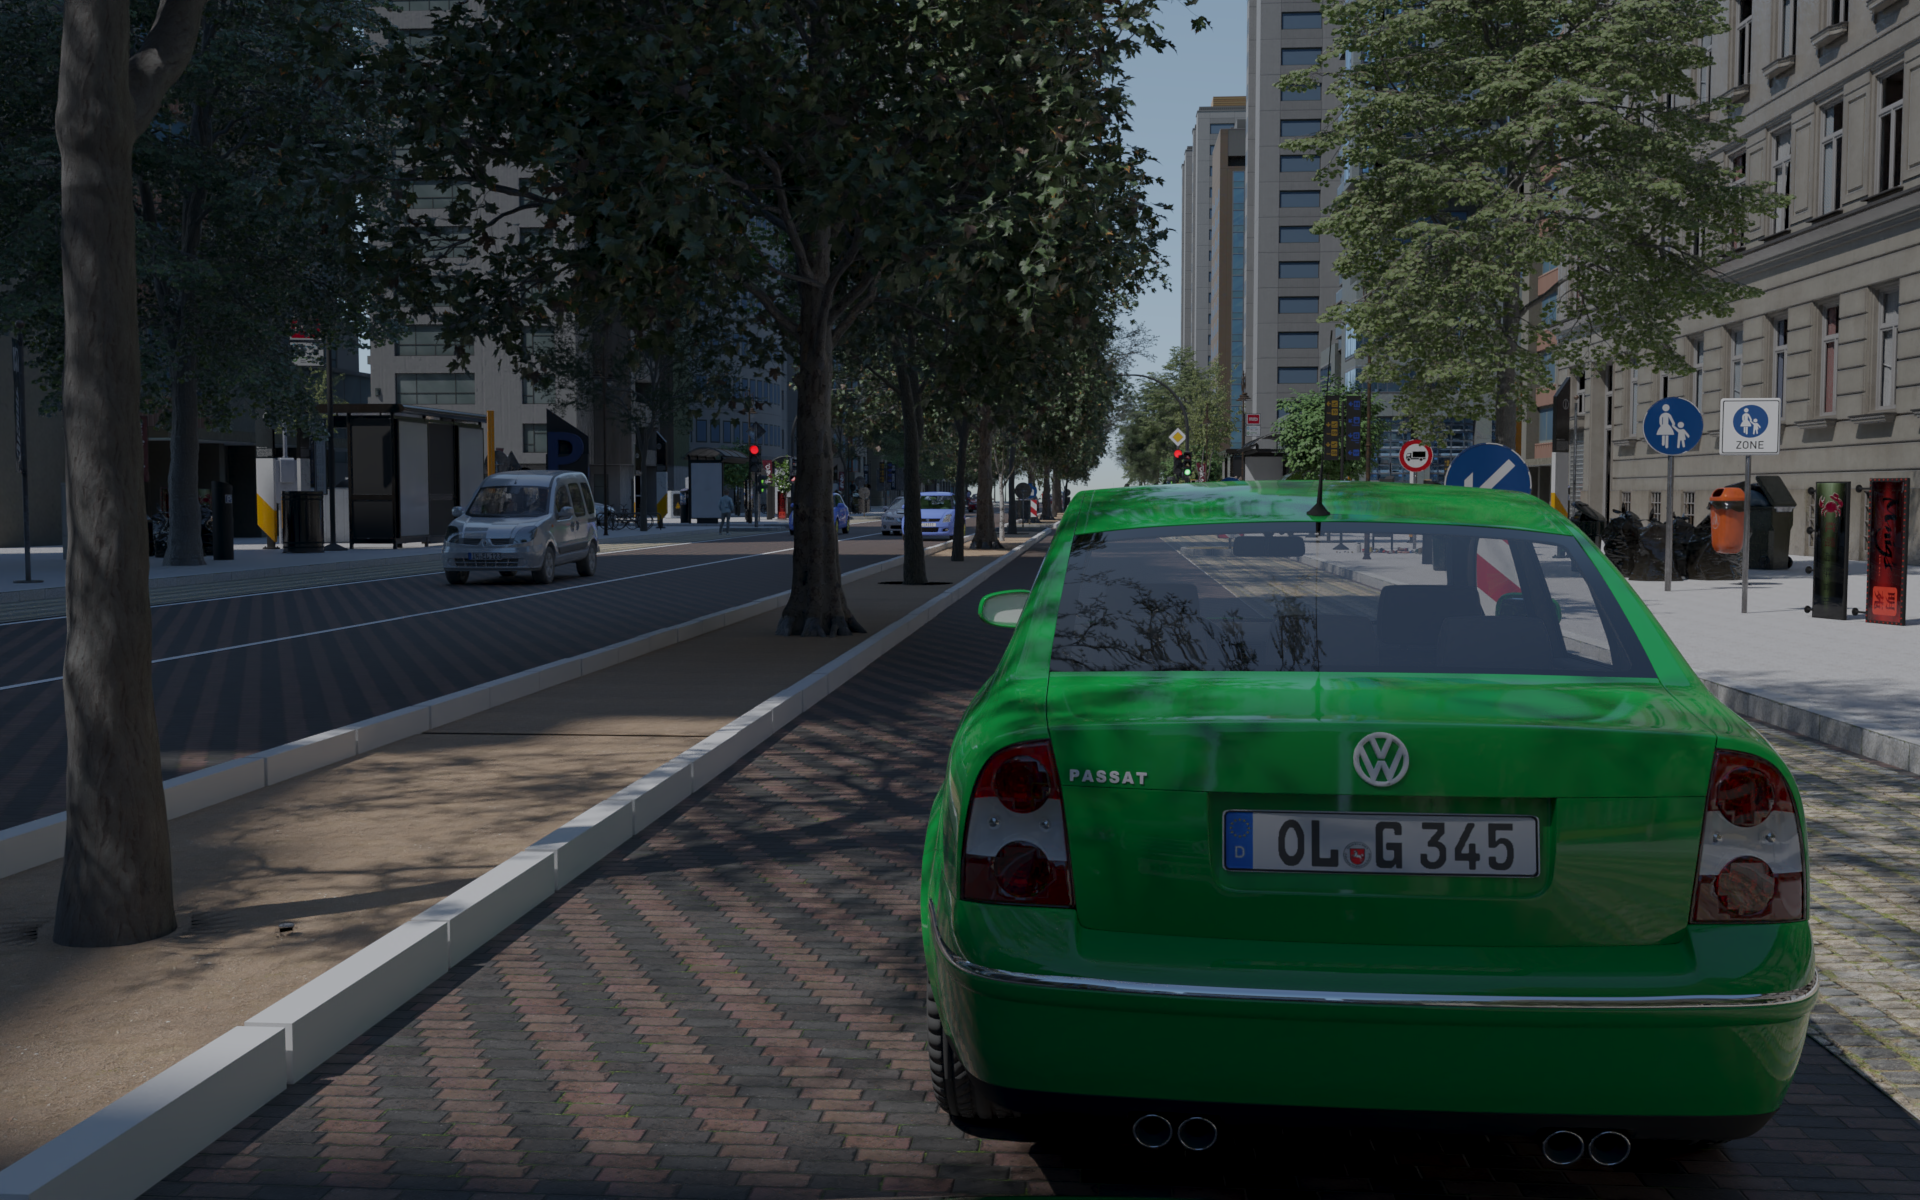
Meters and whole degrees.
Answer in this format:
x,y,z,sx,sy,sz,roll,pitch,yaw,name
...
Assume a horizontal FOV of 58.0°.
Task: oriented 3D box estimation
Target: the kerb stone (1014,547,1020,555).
x,y,z,sx,sy,sz,roll,pitch,yaw,name
1.223,-1.051,39.439,0.120,0.150,1.000,0,4,5,kerb stone

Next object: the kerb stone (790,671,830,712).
x,y,z,sx,sy,sz,roll,pitch,yaw,name
-1.046,0.634,11.872,0.120,0.150,1.000,0,4,5,kerb stone

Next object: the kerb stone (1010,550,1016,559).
x,y,z,sx,sy,sz,roll,pitch,yaw,name
1.061,-0.925,37.389,0.120,0.150,1.000,0,4,5,kerb stone

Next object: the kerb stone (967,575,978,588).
x,y,z,sx,sy,sz,roll,pitch,yaw,name
0.133,-0.242,26.148,0.120,0.150,1.000,0,4,5,kerb stone

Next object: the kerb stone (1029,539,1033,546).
x,y,z,sx,sy,sz,roll,pitch,yaw,name
1.811,-1.486,46.578,0.120,0.150,1.000,0,4,5,kerb stone

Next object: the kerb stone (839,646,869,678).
x,y,z,sx,sy,sz,roll,pitch,yaw,name
-0.875,0.507,13.909,0.120,0.150,1.000,0,4,5,kerb stone

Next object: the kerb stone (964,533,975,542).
x,y,z,sx,sy,sz,roll,pitch,yaw,name
0.303,-1.937,53.929,0.120,0.150,1.000,0,4,5,kerb stone

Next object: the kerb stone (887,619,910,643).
x,y,z,sx,sy,sz,roll,pitch,yaw,name
-0.626,0.320,16.969,0.120,0.150,1.000,0,4,5,kerb stone

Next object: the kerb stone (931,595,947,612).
x,y,z,sx,sy,sz,roll,pitch,yaw,name
-0.293,0.070,21.051,0.120,0.150,1.000,0,4,5,kerb stone

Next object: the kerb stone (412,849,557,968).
x,y,z,sx,sy,sz,roll,pitch,yaw,name
-1.558,1.010,5.730,0.120,0.150,1.000,0,4,5,kerb stone

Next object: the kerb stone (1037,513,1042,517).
x,y,z,sx,sy,sz,roll,pitch,yaw,name
5.406,-5.722,115.753,0.120,0.150,1.000,0,4,5,kerb stone

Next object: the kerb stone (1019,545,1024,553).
x,y,z,sx,sy,sz,roll,pitch,yaw,name
1.394,-1.178,41.483,0.120,0.150,1.000,0,4,5,kerb stone

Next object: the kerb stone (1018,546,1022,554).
x,y,z,sx,sy,sz,roll,pitch,yaw,name
1.303,-1.115,40.462,0.120,0.150,1.000,0,4,5,kerb stone

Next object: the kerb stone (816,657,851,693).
x,y,z,sx,sy,sz,roll,pitch,yaw,name
-0.960,0.569,12.890,0.120,0.150,1.000,0,4,5,kerb stone

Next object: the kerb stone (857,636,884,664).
x,y,z,sx,sy,sz,roll,pitch,yaw,name
-0.797,0.448,14.928,0.120,0.150,1.000,0,4,5,kerb stone

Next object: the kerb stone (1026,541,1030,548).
x,y,z,sx,sy,sz,roll,pitch,yaw,name
1.657,-1.367,44.539,0.120,0.150,1.000,0,4,5,kerb stone

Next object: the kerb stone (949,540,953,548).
x,y,z,sx,sy,sz,roll,pitch,yaw,name
-0.360,-1.441,45.757,0.120,0.150,1.000,0,4,5,kerb stone

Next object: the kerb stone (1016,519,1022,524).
x,y,z,sx,sy,sz,roll,pitch,yaw,name
3.043,-3.971,87.123,0.120,0.150,1.000,0,4,5,kerb stone

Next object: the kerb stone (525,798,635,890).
x,y,z,sx,sy,sz,roll,pitch,yaw,name
-1.472,0.944,6.757,0.120,0.150,1.000,0,4,5,kerb stone

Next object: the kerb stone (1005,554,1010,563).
x,y,z,sx,sy,sz,roll,pitch,yaw,name
0.885,-0.802,35.339,0.120,0.150,1.000,0,4,5,kerb stone

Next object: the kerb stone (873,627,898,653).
x,y,z,sx,sy,sz,roll,pitch,yaw,name
-0.711,0.383,15.947,0.120,0.150,1.000,0,4,5,kerb stone

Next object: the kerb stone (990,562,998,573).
x,y,z,sx,sy,sz,roll,pitch,yaw,name
0.552,-0.552,31.257,0.120,0.150,1.000,0,4,5,kerb stone

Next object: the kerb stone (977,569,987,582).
x,y,z,sx,sy,sz,roll,pitch,yaw,name
0.298,-0.367,28.192,0.120,0.150,1.000,0,4,5,kerb stone

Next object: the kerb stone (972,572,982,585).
x,y,z,sx,sy,sz,roll,pitch,yaw,name
0.217,-0.304,27.170,0.120,0.150,1.000,0,4,5,kerb stone

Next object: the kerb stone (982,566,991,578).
x,y,z,sx,sy,sz,roll,pitch,yaw,name
0.390,-0.429,29.211,0.120,0.150,1.000,0,4,5,kerb stone

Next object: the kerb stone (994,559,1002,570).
x,y,z,sx,sy,sz,roll,pitch,yaw,name
0.638,-0.616,32.275,0.120,0.150,1.000,0,4,5,kerb stone

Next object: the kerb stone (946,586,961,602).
x,y,z,sx,sy,sz,roll,pitch,yaw,name
-0.121,-0.055,23.092,0.120,0.150,1.000,0,4,5,kerb stone

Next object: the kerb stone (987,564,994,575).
x,y,z,sx,sy,sz,roll,pitch,yaw,name
0.464,-0.492,30.238,0.120,0.150,1.000,0,4,5,kerb stone

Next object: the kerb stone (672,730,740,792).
x,y,z,sx,sy,sz,roll,pitch,yaw,name
-1.297,0.819,8.804,0.120,0.150,1.000,0,4,5,kerb stone

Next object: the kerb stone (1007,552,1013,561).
x,y,z,sx,sy,sz,roll,pitch,yaw,name
0.975,-0.861,36.367,0.120,0.150,1.000,0,4,5,kerb stone

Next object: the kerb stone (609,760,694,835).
x,y,z,sx,sy,sz,roll,pitch,yaw,name
-1.384,0.882,7.776,0.120,0.150,1.000,0,4,5,kerb stone

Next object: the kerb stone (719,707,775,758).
x,y,z,sx,sy,sz,roll,pitch,yaw,name
-1.219,0.757,9.823,0.120,0.150,1.000,0,4,5,kerb stone

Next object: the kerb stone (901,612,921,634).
x,y,z,sx,sy,sz,roll,pitch,yaw,name
-0.540,0.262,17.990,0.120,0.150,1.000,0,4,5,kerb stone

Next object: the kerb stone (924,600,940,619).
x,y,z,sx,sy,sz,roll,pitch,yaw,name
-0.368,0.132,20.032,0.120,0.150,1.000,0,4,5,kerb stone

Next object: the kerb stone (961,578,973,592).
x,y,z,sx,sy,sz,roll,pitch,yaw,name
0.054,-0.178,25.129,0.120,0.150,1.000,0,4,5,kerb stone

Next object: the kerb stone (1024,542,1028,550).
x,y,z,sx,sy,sz,roll,pitch,yaw,name
1.562,-1.299,43.521,0.120,0.150,1.000,0,4,5,kerb stone

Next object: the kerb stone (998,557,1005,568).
x,y,z,sx,sy,sz,roll,pitch,yaw,name
0.728,-0.679,33.295,0.120,0.150,1.000,0,4,5,kerb stone

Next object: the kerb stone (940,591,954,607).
x,y,z,sx,sy,sz,roll,pitch,yaw,name
-0.210,0.015,22.071,0.120,0.150,1.000,0,4,5,kerb stone

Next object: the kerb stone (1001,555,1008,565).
x,y,z,sx,sy,sz,roll,pitch,yaw,name
0.806,-0.741,34.320,0.120,0.150,1.000,0,4,5,kerb stone

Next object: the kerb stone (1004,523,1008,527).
x,y,z,sx,sy,sz,roll,pitch,yaw,name
2.125,-3.279,75.896,0.120,0.150,1.000,0,4,5,kerb stone

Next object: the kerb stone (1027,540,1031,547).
x,y,z,sx,sy,sz,roll,pitch,yaw,name
1.731,-1.429,45.558,0.120,0.150,1.000,0,4,5,kerb stone

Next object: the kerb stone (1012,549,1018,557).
x,y,z,sx,sy,sz,roll,pitch,yaw,name
1.143,-0.987,38.418,0.120,0.150,1.000,0,4,5,kerb stone

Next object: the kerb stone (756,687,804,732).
x,y,z,sx,sy,sz,roll,pitch,yaw,name
-1.136,0.694,10.853,0.120,0.150,1.000,0,4,5,kerb stone

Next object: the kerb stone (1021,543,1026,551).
x,y,z,sx,sy,sz,roll,pitch,yaw,name
1.478,-1.239,42.502,0.120,0.150,1.000,0,4,5,kerb stone

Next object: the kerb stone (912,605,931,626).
x,y,z,sx,sy,sz,roll,pitch,yaw,name
-0.458,0.195,19.008,0.120,0.150,1.000,0,4,5,kerb stone

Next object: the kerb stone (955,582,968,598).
x,y,z,sx,sy,sz,roll,pitch,yaw,name
-0.029,-0.117,24.110,0.120,0.150,1.000,0,4,5,kerb stone

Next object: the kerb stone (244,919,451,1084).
x,y,z,sx,sy,sz,roll,pitch,yaw,name
-1.637,1.070,4.703,0.120,0.150,1.000,0,4,5,kerb stone

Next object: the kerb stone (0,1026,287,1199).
x,y,z,sx,sy,sz,roll,pitch,yaw,name
-1.724,1.133,3.677,0.120,0.150,1.000,0,4,5,kerb stone
